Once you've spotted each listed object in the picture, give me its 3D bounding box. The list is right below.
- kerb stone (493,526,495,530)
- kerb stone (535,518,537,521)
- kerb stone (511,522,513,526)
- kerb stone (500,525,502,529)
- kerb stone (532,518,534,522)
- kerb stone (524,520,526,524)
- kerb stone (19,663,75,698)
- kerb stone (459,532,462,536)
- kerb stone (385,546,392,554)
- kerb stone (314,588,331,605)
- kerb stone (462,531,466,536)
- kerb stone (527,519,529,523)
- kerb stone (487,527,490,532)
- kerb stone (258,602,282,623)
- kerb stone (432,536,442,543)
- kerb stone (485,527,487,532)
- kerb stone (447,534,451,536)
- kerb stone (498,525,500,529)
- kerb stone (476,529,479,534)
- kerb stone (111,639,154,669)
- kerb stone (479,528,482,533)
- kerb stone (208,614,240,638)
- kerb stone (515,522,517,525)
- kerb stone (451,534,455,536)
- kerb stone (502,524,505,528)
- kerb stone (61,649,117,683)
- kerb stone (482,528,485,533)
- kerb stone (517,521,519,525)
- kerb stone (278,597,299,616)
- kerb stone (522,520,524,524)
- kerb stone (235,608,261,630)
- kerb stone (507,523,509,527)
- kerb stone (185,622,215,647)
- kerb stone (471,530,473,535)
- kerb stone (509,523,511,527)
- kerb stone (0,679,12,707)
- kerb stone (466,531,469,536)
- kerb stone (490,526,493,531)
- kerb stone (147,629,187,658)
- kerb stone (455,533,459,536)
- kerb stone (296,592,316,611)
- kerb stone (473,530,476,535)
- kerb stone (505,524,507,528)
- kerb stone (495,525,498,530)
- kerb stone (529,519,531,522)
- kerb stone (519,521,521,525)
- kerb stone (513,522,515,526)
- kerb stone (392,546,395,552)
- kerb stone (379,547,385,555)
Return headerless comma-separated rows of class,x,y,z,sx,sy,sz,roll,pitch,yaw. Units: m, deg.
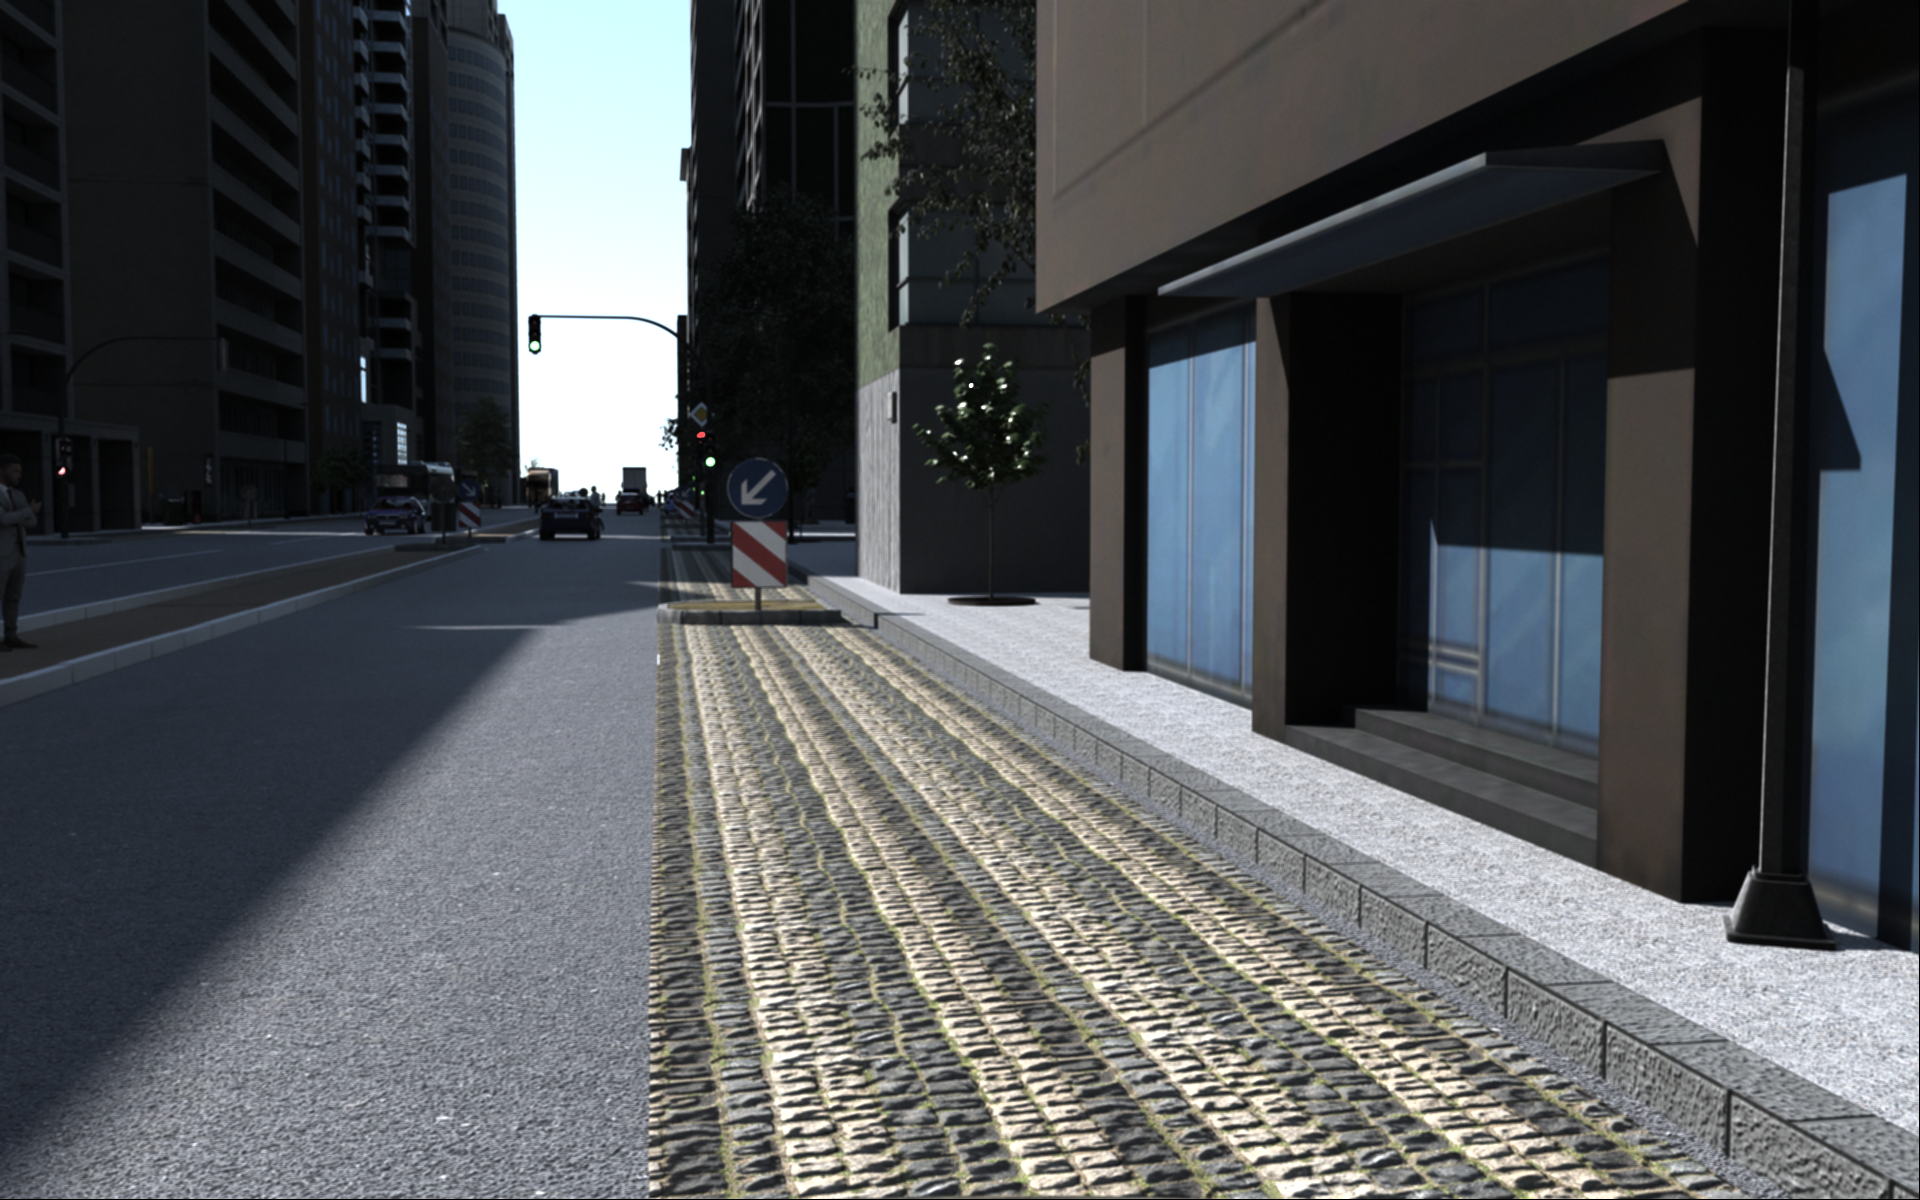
kerb stone,-18.270,-2.758,67.286,0.120,0.150,1.000,-1,4,-10
kerb stone,-22.111,-4.118,89.519,0.120,0.150,1.000,-1,4,-10
kerb stone,-19.664,-3.252,75.367,0.120,0.150,1.000,-1,4,-10
kerb stone,-18.792,-2.943,70.307,0.120,0.150,1.000,-1,4,-10
kerb stone,-21.769,-3.994,87.504,0.120,0.150,1.000,-1,4,-10
kerb stone,-20.883,-3.683,82.430,0.120,0.150,1.000,-1,4,-10
kerb stone,-6.679,0.597,12.577,0.120,0.150,1.000,-1,4,-10
kerb stone,-16.340,-2.079,56.180,0.120,0.150,1.000,-1,4,-10
kerb stone,-13.810,-1.181,41.509,0.120,0.150,1.000,-1,4,-10
kerb stone,-8.423,-0.028,22.669,0.120,0.150,1.000,-1,4,-10
kerb stone,-16.518,-2.140,57.191,0.120,0.150,1.000,-1,4,-10
kerb stone,-21.228,-3.808,84.462,0.120,0.150,1.000,-1,4,-10
kerb stone,-17.917,-2.629,65.270,0.120,0.150,1.000,-1,4,-10
kerb stone,-7.890,0.157,19.647,0.120,0.150,1.000,-1,4,-10
kerb stone,-15.475,-1.770,51.136,0.120,0.150,1.000,-1,4,-10
kerb stone,-17.736,-2.573,64.256,0.120,0.150,1.000,-1,4,-10
kerb stone,-15.825,-1.894,53.154,0.120,0.150,1.000,-1,4,-10
kerb stone,-18.610,-2.881,69.301,0.120,0.150,1.000,-1,4,-10
kerb stone,-17.219,-2.387,61.228,0.120,0.150,1.000,-1,4,-10
kerb stone,-7.026,0.465,14.599,0.120,0.150,1.000,-1,4,-10
kerb stone,-17.385,-2.449,62.237,0.120,0.150,1.000,-1,4,-10
kerb stone,-7.541,0.280,17.625,0.120,0.150,1.000,-1,4,-10
kerb stone,-20.017,-3.375,77.380,0.120,0.150,1.000,-1,4,-10
kerb stone,-15.998,-1.954,54.162,0.120,0.150,1.000,-1,4,-10
kerb stone,-18.967,-3.003,71.314,0.120,0.150,1.000,-1,4,-10
kerb stone,-6.851,0.526,13.589,0.120,0.150,1.000,-1,4,-10
kerb stone,-17.563,-2.503,63.249,0.120,0.150,1.000,-1,4,-10
kerb stone,-20.188,-3.437,78.393,0.120,0.150,1.000,-1,4,-10
kerb stone,-8.078,0.096,20.654,0.120,0.150,1.000,-1,4,-10
kerb stone,-20.709,-3.622,81.415,0.120,0.150,1.000,-1,4,-10
kerb stone,-7.725,0.218,18.631,0.120,0.150,1.000,-1,4,-10
kerb stone,-19.319,-3.129,73.349,0.120,0.150,1.000,-1,4,-10
kerb stone,-7.366,0.346,16.618,0.120,0.150,1.000,-1,4,-10
kerb stone,-16.862,-2.264,59.208,0.120,0.150,1.000,-1,4,-10
kerb stone,-19.493,-3.190,74.359,0.120,0.150,1.000,-1,4,-10
kerb stone,-6.498,0.651,11.570,0.120,0.150,1.000,-1,4,-10
kerb stone,-16.698,-2.202,58.199,0.120,0.150,1.000,-1,4,-10
kerb stone,-18.084,-2.696,66.278,0.120,0.150,1.000,-1,4,-10
kerb stone,-7.193,0.403,15.610,0.120,0.150,1.000,-1,4,-10
kerb stone,-16.170,-2.017,55.169,0.120,0.150,1.000,-1,4,-10
kerb stone,-8.246,0.033,21.662,0.120,0.150,1.000,-1,4,-10
kerb stone,-17.046,-2.321,60.213,0.120,0.150,1.000,-1,4,-10
kerb stone,-19.129,-3.065,72.334,0.120,0.150,1.000,-1,4,-10
kerb stone,-18.436,-2.817,68.294,0.120,0.150,1.000,-1,4,-10
kerb stone,-21.407,-3.871,85.481,0.120,0.150,1.000,-1,4,-10
kerb stone,-20.361,-3.498,79.401,0.120,0.150,1.000,-1,4,-10
kerb stone,-19.851,-3.312,76.371,0.120,0.150,1.000,-1,4,-10
kerb stone,-13.985,-1.243,42.520,0.120,0.150,1.000,-1,4,-10
kerb stone,-13.637,-1.120,40.502,0.120,0.150,1.000,-1,4,-10
